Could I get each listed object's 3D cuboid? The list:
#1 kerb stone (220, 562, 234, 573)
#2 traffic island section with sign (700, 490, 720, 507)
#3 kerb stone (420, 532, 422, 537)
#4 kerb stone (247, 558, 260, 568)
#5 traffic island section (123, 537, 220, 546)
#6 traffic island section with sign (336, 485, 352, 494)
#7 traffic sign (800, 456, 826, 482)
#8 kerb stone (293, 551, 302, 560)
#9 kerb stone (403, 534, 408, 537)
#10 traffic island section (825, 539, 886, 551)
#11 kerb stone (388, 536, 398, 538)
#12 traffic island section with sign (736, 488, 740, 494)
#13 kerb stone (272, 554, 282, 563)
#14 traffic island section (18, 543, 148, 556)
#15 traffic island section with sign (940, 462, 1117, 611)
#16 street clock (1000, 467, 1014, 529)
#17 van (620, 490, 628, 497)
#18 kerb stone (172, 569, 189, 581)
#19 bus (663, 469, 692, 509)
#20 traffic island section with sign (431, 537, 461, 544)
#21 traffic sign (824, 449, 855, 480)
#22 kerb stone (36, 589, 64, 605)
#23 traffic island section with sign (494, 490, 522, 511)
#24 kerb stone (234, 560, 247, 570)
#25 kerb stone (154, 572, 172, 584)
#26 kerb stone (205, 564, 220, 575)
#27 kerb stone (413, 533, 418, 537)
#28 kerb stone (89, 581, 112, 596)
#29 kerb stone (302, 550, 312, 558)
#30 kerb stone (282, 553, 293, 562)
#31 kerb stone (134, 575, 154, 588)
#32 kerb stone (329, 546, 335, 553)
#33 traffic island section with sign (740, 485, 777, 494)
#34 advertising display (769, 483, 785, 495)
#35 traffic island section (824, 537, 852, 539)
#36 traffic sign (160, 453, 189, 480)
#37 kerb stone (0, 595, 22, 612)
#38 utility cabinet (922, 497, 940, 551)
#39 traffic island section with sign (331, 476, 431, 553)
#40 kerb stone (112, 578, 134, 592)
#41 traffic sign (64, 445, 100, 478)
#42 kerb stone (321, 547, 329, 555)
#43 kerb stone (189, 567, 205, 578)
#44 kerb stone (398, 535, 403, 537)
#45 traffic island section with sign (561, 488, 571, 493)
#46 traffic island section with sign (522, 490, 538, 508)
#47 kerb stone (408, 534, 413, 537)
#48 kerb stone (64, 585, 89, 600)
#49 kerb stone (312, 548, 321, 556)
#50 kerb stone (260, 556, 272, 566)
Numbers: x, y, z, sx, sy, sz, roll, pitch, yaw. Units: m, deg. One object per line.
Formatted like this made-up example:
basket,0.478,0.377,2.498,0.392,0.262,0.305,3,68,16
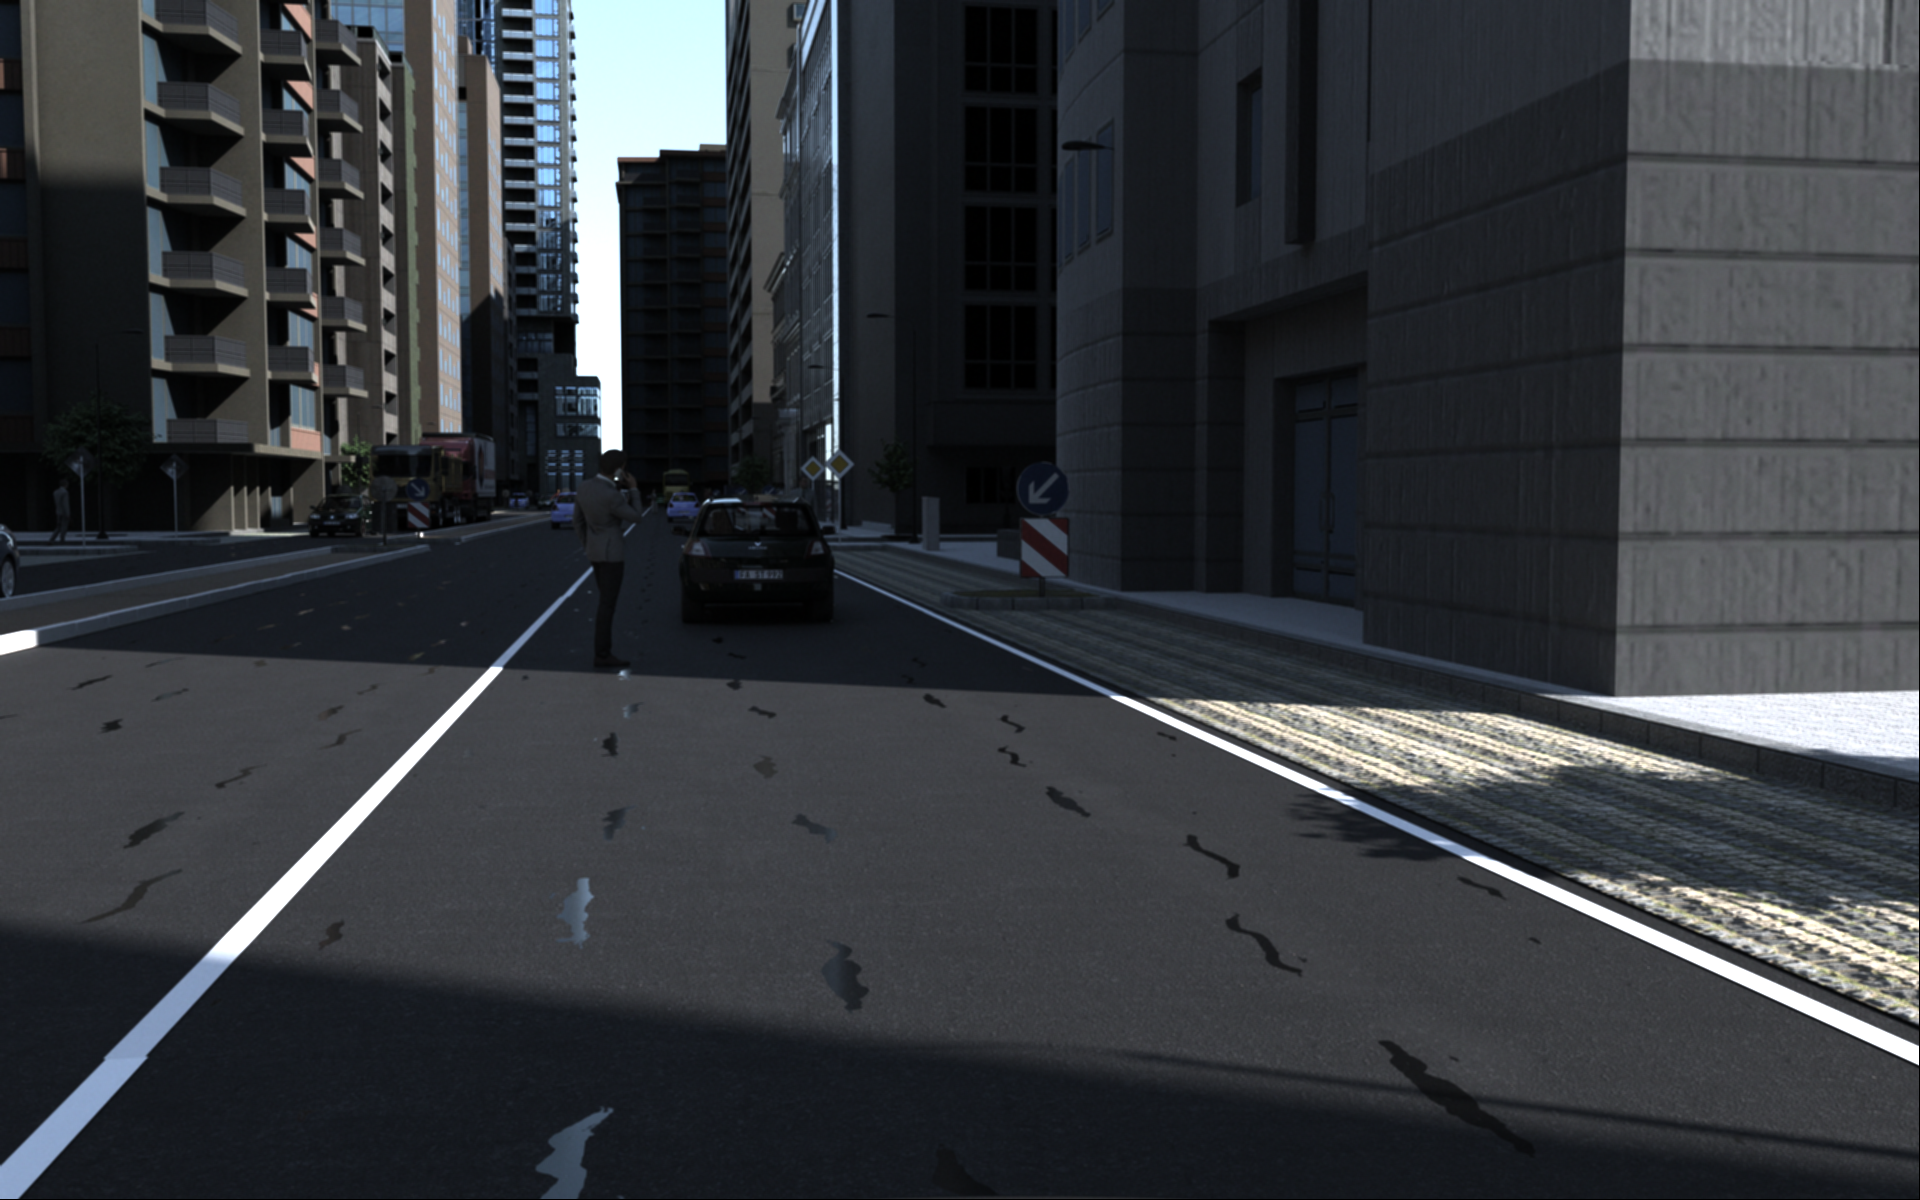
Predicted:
kerb stone,-13.494,-0.578,31.646,0.120,0.150,1.000,-1,4,-10
traffic island section with sign,-26.260,-10.480,179.967,1.989,1.847,2.006,-1,4,-10
kerb stone,-17.738,-2.086,56.419,0.120,0.150,1.000,-1,4,-10
kerb stone,-13.841,-0.701,33.660,0.120,0.150,1.000,-1,4,-10
traffic island section,-22.380,-1.658,49.387,2.009,0.180,2.903,-1,4,-10
traffic island section with sign,-26.218,-3.980,73.693,1.989,1.847,2.006,-1,4,-10
traffic sign,-4.421,-3.069,52.365,0.795,2.593,0.064,-1,4,-10
kerb stone,-14.539,-0.947,37.709,0.120,0.150,1.000,-1,4,-10
kerb stone,-17.222,-1.908,53.395,0.120,0.150,1.000,-1,4,-10
traffic island section,-3.050,-1.364,44.581,2.009,0.180,2.903,-1,4,-10
kerb stone,-16.877,-1.783,51.380,0.120,0.150,1.000,-1,4,-10
traffic island section with sign,-13.219,-5.828,103.913,1.989,1.847,2.006,-1,4,-10
kerb stone,-14.189,-0.824,35.685,0.120,0.150,1.000,-1,4,-10
traffic island section,-21.031,-1.176,41.516,2.009,0.180,2.903,-1,4,-10
traffic island section with sign,0.796,-0.825,22.117,1.989,1.847,2.006,-1,4,-10
street clock,1.249,-2.532,45.967,0.358,2.002,0.471,1,4,8
van,-33.825,-10.199,173.758,2.013,2.044,4.112,-1,4,-10
kerb stone,-12.981,-0.392,28.608,0.120,0.150,1.000,-1,4,-10
bus,-28.194,-11.079,172.689,2.896,3.916,12.252,-1,4,-9
traffic island section with sign,-15.603,-2.572,50.195,2.006,1.907,1.989,-1,4,-10
traffic sign,-3.072,-2.587,44.494,0.795,2.593,0.064,-1,4,-10
kerb stone,-11.927,-0.020,22.537,0.120,0.150,1.000,-1,4,-10
traffic island section with sign,-39.319,-8.653,150.098,1.989,1.847,2.006,-1,4,-10
kerb stone,-13.665,-0.640,32.653,0.120,0.150,1.000,-1,4,-10
kerb stone,-12.804,-0.328,27.594,0.120,0.150,1.000,-1,4,-10
kerb stone,-13.321,-0.514,30.626,0.120,0.150,1.000,-1,4,-10
kerb stone,-17.571,-2.030,55.410,0.120,0.150,1.000,-1,4,-10
kerb stone,-12.280,-0.139,24.563,0.120,0.150,1.000,-1,4,-10
kerb stone,-14.710,-1.010,38.716,0.120,0.150,1.000,-1,4,-10
kerb stone,-14.363,-0.883,36.702,0.120,0.150,1.000,-1,4,-10
kerb stone,-12.628,-0.268,26.581,0.120,0.150,1.000,-1,4,-10
kerb stone,-15.228,-1.195,41.744,0.120,0.150,1.000,-1,4,-10
traffic island section with sign,-8.662,-4.203,77.344,1.989,1.847,2.006,-1,4,-10
advertising display,-10.237,-5.606,96.866,0.974,1.923,0.123,-3,5,-39
traffic island section,-4.399,-1.845,52.452,2.009,0.180,2.903,-1,4,-10
traffic sign,-22.358,-2.883,49.323,0.795,2.593,0.064,-1,4,-10
kerb stone,-11.758,0.041,21.529,0.120,0.150,1.000,-1,4,-10
utility cabinet,-0.658,-1.733,39.502,0.306,1.237,1.020,0,4,-8
traffic island section with sign,-14.361,-2.126,42.893,2.006,1.907,1.989,-1,4,-10
kerb stone,-12.449,-0.207,25.575,0.120,0.150,1.000,-1,4,-10
traffic sign,-21.009,-2.401,41.453,0.795,2.593,0.064,-1,4,-10
kerb stone,-15.051,-1.130,40.738,0.120,0.150,1.000,-1,4,-10
kerb stone,-13.145,-0.454,29.619,0.120,0.150,1.000,-1,4,-10
kerb stone,-17.053,-1.842,52.387,0.120,0.150,1.000,-1,4,-10
traffic island section with sign,-28.304,-7.102,124.257,2.006,1.907,1.989,-1,4,-10
traffic island section with sign,-43.870,-10.278,176.667,1.989,1.847,2.006,-1,4,-10
kerb stone,-17.393,-1.970,54.403,0.120,0.150,1.000,-1,4,-10
kerb stone,-12.107,-0.080,23.544,0.120,0.150,1.000,-1,4,-10
kerb stone,-14.878,-1.072,39.725,0.120,0.150,1.000,-1,4,-10
kerb stone,-14.012,-0.763,34.677,0.120,0.150,1.000,-1,4,-10
